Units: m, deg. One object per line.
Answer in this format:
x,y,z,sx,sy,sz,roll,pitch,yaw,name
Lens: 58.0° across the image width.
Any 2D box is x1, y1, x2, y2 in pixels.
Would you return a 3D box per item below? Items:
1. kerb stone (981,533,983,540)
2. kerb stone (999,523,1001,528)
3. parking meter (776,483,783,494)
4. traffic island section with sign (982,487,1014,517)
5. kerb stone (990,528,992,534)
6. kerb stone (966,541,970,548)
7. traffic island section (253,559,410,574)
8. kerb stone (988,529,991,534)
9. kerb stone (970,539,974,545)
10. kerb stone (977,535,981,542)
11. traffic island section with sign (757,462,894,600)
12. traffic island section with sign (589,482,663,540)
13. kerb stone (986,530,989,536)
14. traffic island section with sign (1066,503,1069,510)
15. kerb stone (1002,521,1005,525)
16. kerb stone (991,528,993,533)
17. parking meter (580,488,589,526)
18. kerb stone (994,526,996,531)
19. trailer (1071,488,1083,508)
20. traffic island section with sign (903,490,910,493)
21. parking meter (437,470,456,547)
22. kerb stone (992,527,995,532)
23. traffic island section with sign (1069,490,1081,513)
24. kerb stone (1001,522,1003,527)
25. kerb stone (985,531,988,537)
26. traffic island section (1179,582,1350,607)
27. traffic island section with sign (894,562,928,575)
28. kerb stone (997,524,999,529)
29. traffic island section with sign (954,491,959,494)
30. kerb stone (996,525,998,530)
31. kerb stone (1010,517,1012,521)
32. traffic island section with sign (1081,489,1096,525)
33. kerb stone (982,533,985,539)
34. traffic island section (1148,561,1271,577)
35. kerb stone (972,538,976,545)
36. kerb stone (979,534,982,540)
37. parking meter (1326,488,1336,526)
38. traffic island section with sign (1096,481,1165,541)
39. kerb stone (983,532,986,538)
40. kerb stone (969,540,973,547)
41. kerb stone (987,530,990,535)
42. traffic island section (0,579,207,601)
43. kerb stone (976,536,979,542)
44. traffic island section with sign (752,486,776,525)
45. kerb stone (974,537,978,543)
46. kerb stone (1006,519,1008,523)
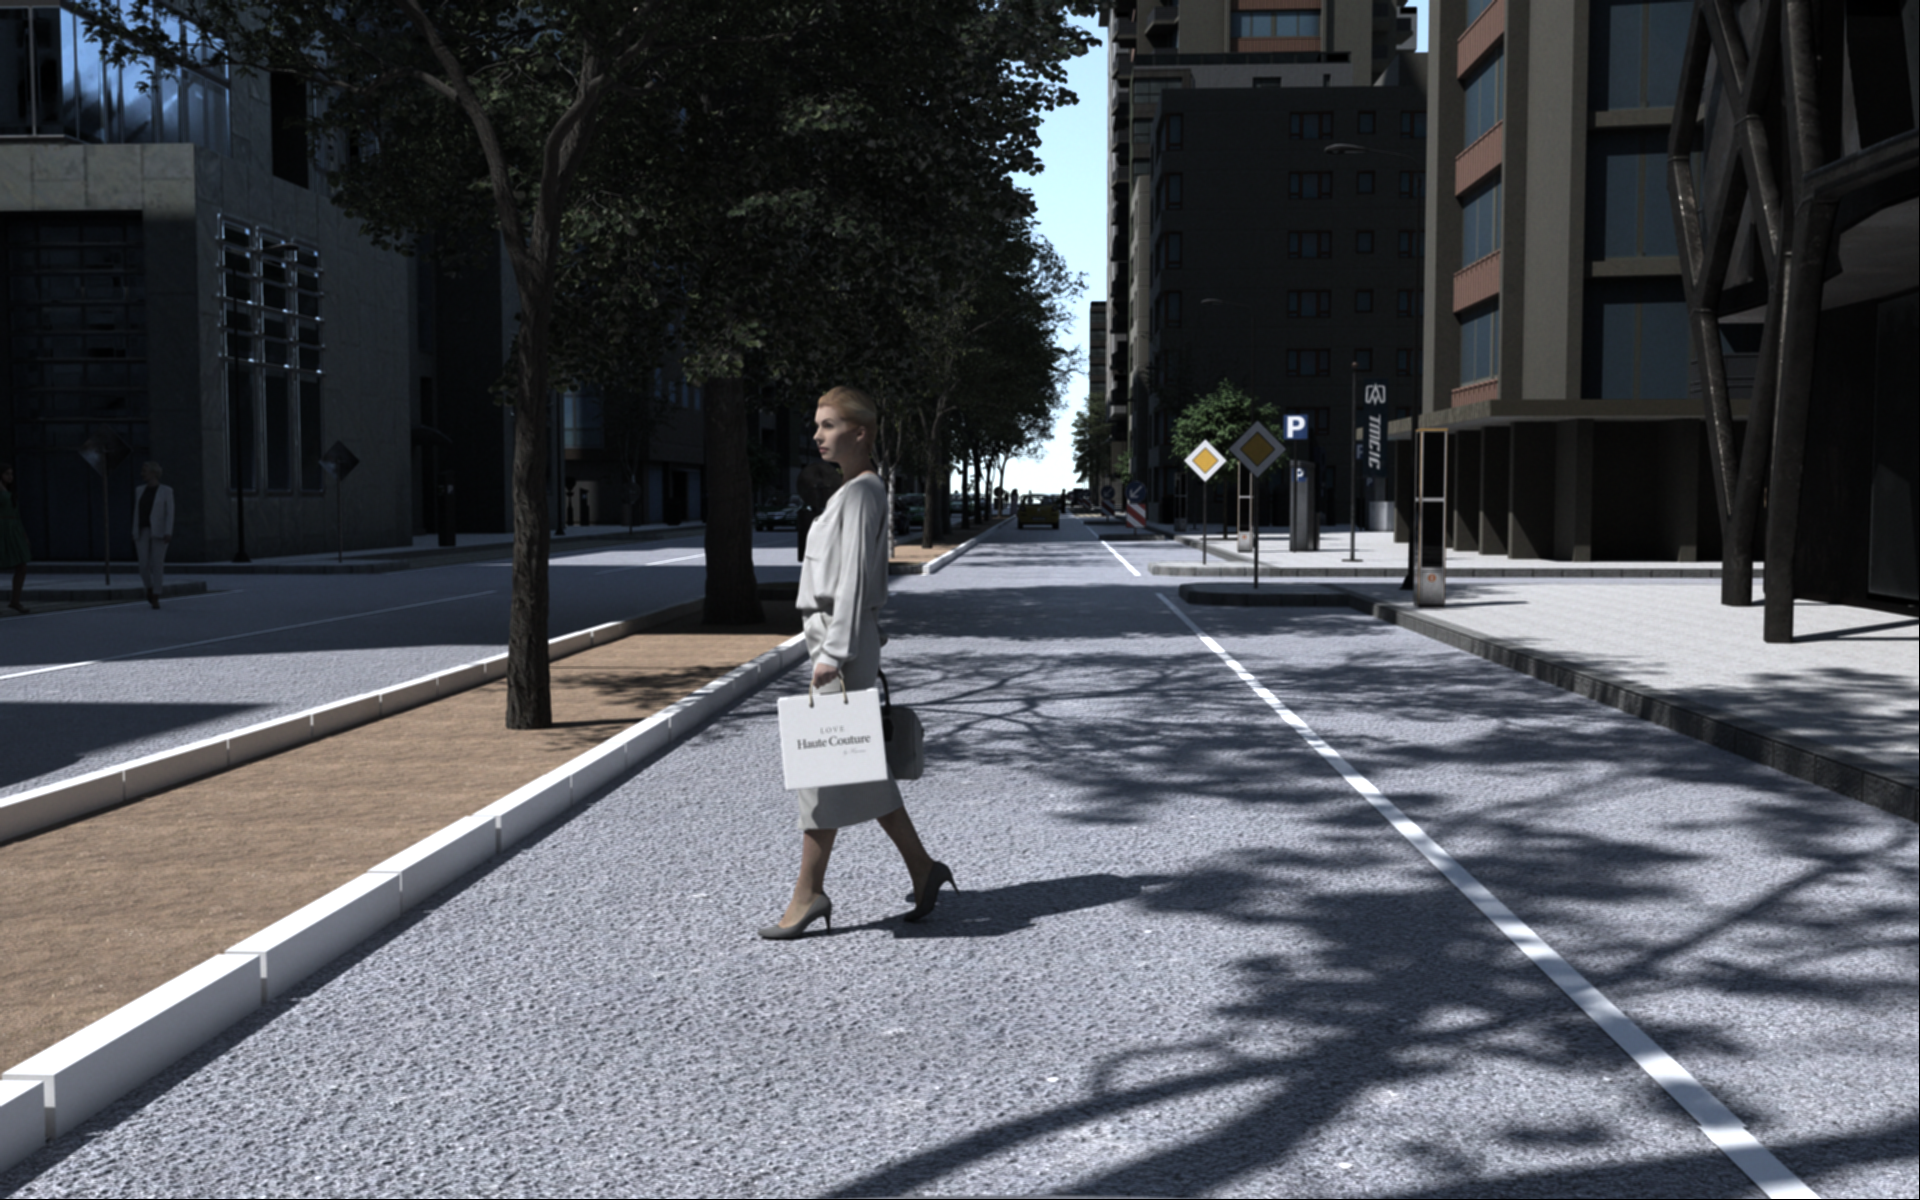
0.561,-1.877,52.977,0.120,0.150,1.000,0,4,3,kerb stone
1.491,-2.946,70.376,0.120,0.150,1.000,0,4,3,kerb stone
-9.807,-5.408,94.138,0.255,1.863,0.399,1,4,21,parking meter
2.356,-6.018,106.532,2.006,1.907,1.989,0,4,3,traffic island section with sign
0.948,-2.317,60.150,0.120,0.150,1.000,0,4,3,kerb stone
0.119,-1.381,44.770,0.120,0.150,1.000,0,4,3,kerb stone
-11.601,-0.617,32.373,2.009,0.180,2.903,0,4,3,traffic island section
0.898,-2.257,59.116,0.120,0.150,1.000,0,4,3,kerb stone
0.231,-1.506,46.816,0.120,0.150,1.000,0,4,3,kerb stone
0.450,-1.758,50.931,0.120,0.150,1.000,0,4,3,kerb stone
-2.043,-0.977,24.103,2.006,1.907,1.989,0,4,3,traffic island section with sign
-10.424,-2.801,54.426,1.989,1.847,2.006,0,4,3,traffic island section with sign
0.784,-2.125,57.064,0.120,0.150,1.000,0,4,3,kerb stone
10.865,-9.103,157.459,1.989,1.847,2.006,0,4,3,traffic island section with sign
1.763,-3.260,75.503,0.120,0.150,1.000,0,4,3,kerb stone
0.996,-2.382,61.170,0.120,0.150,1.000,0,4,3,kerb stone
-15.174,-3.766,69.978,0.372,1.533,0.369,0,3,0,parking meter
1.156,-2.571,64.237,0.120,0.150,1.000,0,4,3,kerb stone
11.994,-10.338,176.081,1.471,1.999,3.904,0,4,2,trailer
-4.875,-9.165,158.480,1.989,1.847,2.006,0,4,3,traffic island section with sign
-12.551,-2.238,42.308,0.255,1.863,0.399,2,4,25,parking meter
1.105,-2.507,63.213,0.120,0.150,1.000,0,4,3,kerb stone
9.426,-7.457,130.542,1.989,1.847,2.006,0,4,3,traffic island section with sign
1.646,-3.134,73.452,0.120,0.150,1.000,0,4,3,kerb stone
0.730,-2.069,56.043,0.120,0.150,1.000,0,4,3,kerb stone
4.042,-0.077,23.540,2.009,0.180,2.903,0,4,3,traffic island section
-1.639,-1.429,31.499,2.006,1.907,1.989,0,4,3,traffic island section with sign
1.381,-2.822,68.331,0.120,0.150,1.000,0,4,3,kerb stone
-0.435,-14.251,241.638,1.989,1.847,2.006,0,4,3,traffic island section with sign
1.269,-2.696,66.281,0.120,0.150,1.000,0,4,3,kerb stone
2.415,-4.011,87.781,0.120,0.150,1.000,0,4,3,kerb stone
6.790,-4.431,81.079,1.989,1.847,2.006,0,4,3,traffic island section with sign
0.617,-1.945,53.997,0.120,0.150,1.000,0,4,3,kerb stone
4.467,-0.565,31.514,2.009,0.180,2.903,0,4,3,traffic island section
0.295,-1.569,47.848,0.120,0.150,1.000,0,4,3,kerb stone
0.510,-1.820,51.951,0.120,0.150,1.000,0,4,3,kerb stone
14.995,-3.766,69.977,0.372,1.533,0.369,0,3,0,parking meter
5.341,-2.777,54.038,1.989,1.847,2.006,0,4,3,traffic island section with sign
0.673,-2.008,55.023,0.120,0.150,1.000,0,4,3,kerb stone
0.181,-1.443,45.794,0.120,0.150,1.000,0,4,3,kerb stone
0.836,-2.195,58.089,0.120,0.150,1.000,0,4,3,kerb stone
-12.027,-0.130,24.399,2.009,0.180,2.903,0,4,3,traffic island section
0.399,-1.695,49.910,0.120,0.150,1.000,0,4,3,kerb stone
-8.983,-4.458,81.516,1.989,1.847,2.006,0,4,3,traffic island section with sign
0.341,-1.632,48.878,0.120,0.150,1.000,0,4,3,kerb stone
2.027,-3.574,80.626,0.120,0.150,1.000,0,4,3,kerb stone
